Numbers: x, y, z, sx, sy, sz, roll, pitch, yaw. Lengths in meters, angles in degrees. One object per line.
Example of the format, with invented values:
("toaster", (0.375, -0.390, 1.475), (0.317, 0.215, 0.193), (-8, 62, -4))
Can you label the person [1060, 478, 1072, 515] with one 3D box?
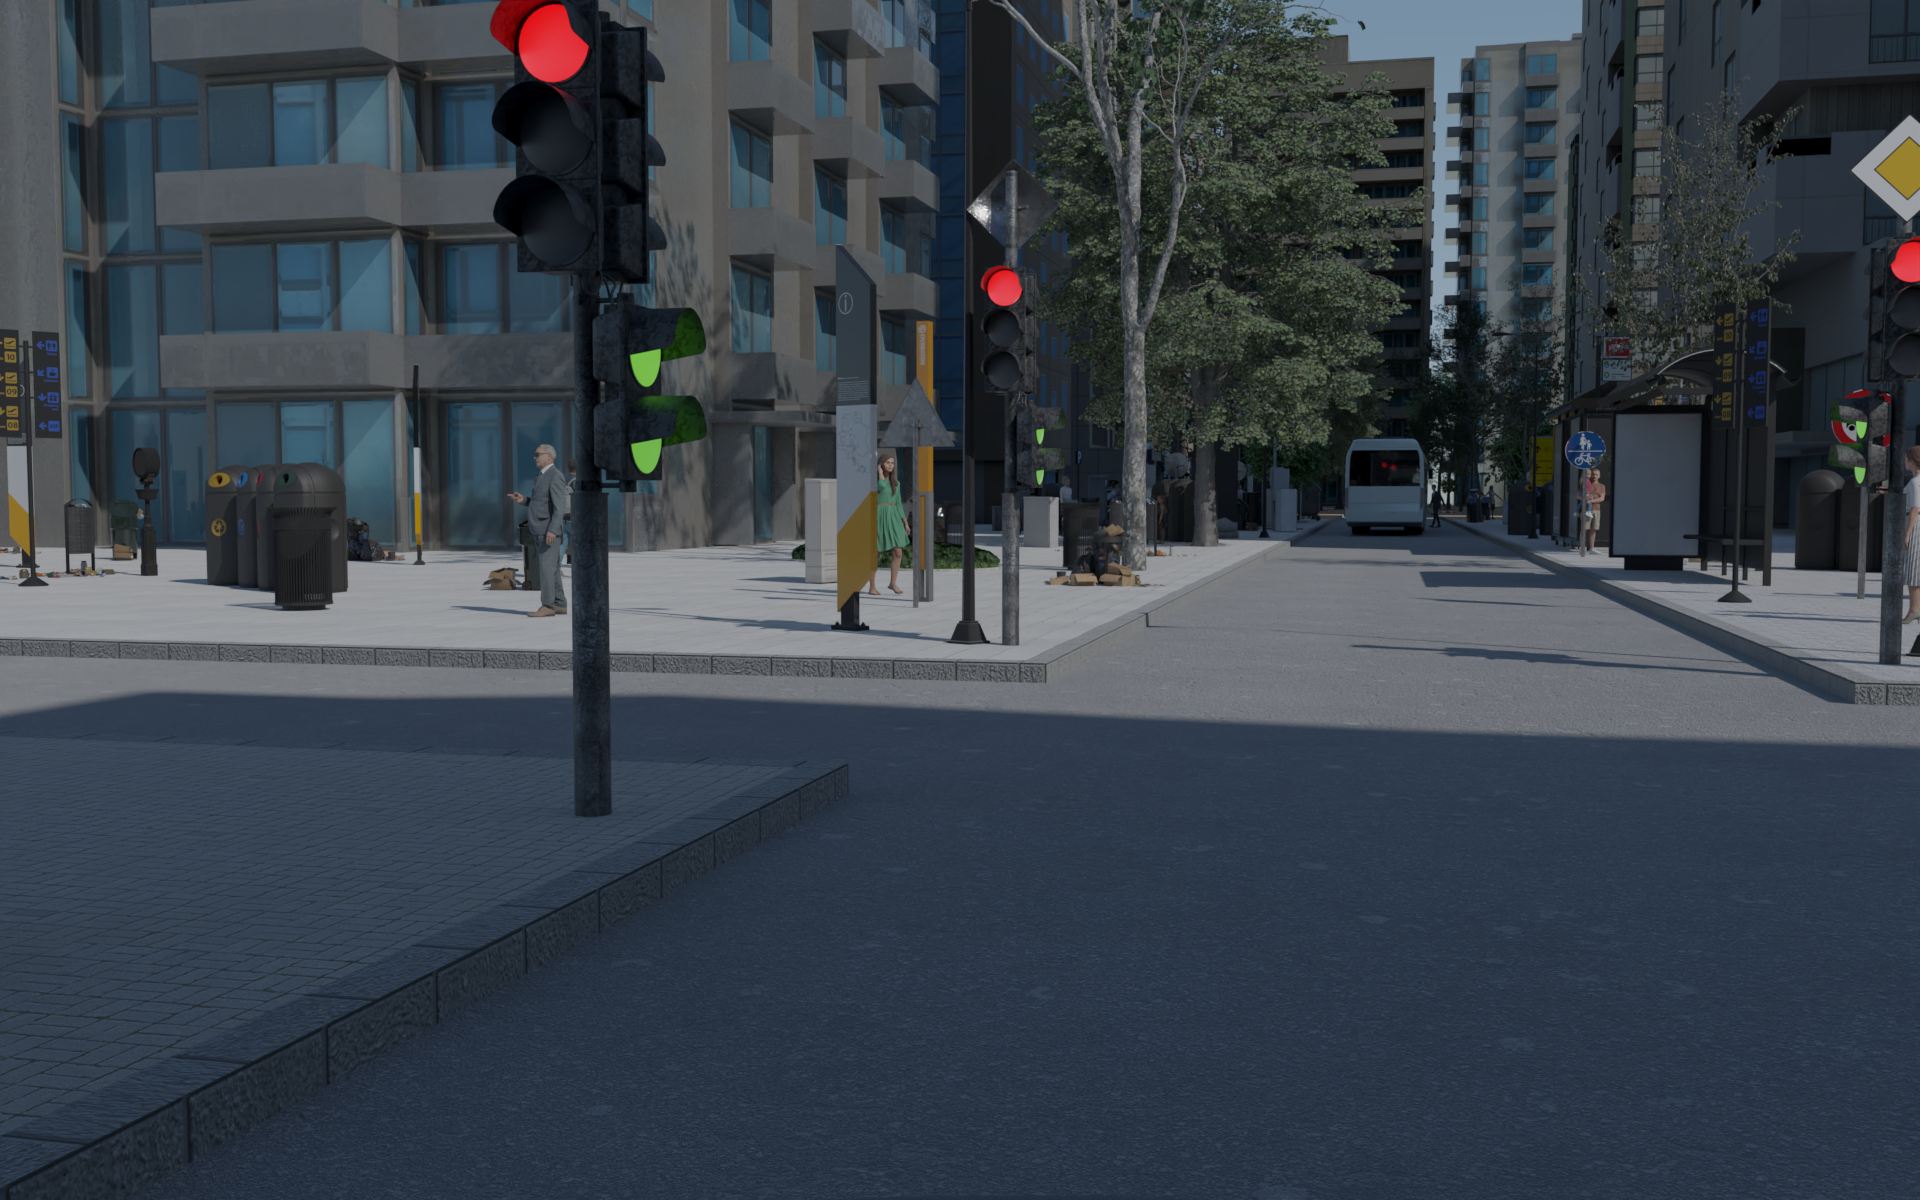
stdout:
("person", (3.400, -3.031, 55.833), (0.478, 1.798, 0.641), (-1, 4, -17))

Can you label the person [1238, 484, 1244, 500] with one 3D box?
("person", (14.205, -4.999, 88.057), (0.678, 1.792, 0.850), (0, 4, -7))

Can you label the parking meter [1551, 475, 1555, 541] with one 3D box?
("parking meter", (16.494, -2.574, 47.800), (0.255, 1.863, 0.399), (0, 4, 7))

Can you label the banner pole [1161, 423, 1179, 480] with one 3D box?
("banner pole", (6.564, -3.899, 53.759), (0.863, 3.779, 0.401), (-2, 4, -26))

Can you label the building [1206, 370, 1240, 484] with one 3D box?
("building", (7.427, -50.968, 146.002), (31.000, 86.520, 22.319), (1, 4, 14))

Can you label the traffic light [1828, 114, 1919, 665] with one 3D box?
("traffic light", (7.018, -1.472, 12.990), (0.839, 4.253, 0.868), (1, 4, 14))

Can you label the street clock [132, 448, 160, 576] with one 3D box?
("street clock", (-12.704, -1.377, 27.083), (0.471, 2.002, 0.358), (3, 5, 39))

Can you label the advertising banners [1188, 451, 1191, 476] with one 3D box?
("advertising banners", (9.807, -4.612, 71.599), (0.090, 3.025, 2.074), (2, 4, 29))

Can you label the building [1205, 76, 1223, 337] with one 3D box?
("building", (14.551, -35.209, 195.270), (30.456, 49.044, 23.786), (1, 4, 14))

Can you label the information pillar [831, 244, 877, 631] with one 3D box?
("information pillar", (-0.978, -1.519, 16.197), (0.504, 3.616, 0.183), (3, 5, 44))

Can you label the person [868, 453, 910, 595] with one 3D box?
("person", (-0.946, -0.960, 21.986), (0.529, 1.795, 0.600), (3, 5, 42))

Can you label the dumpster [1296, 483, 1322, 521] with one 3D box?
("dumpster", (16.648, -4.720, 82.925), (1.264, 1.857, 1.865), (1, 4, 14))

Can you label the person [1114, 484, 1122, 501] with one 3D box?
("person", (7.123, -4.386, 78.302), (0.362, 1.759, 0.519), (-1, 4, -14))

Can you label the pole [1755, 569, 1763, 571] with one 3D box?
("pole", (13.341, -2.133, 28.710), (0.158, 3.312, 0.155), (0, 3, 0))

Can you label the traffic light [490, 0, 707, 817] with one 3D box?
("traffic light", (-1.455, -1.095, 6.823), (0.839, 4.253, 0.868), (1, 4, 14))

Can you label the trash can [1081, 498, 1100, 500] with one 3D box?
("trash can", (4.760, -3.154, 63.228), (0.748, 1.137, 0.748), (0, 3, 0))

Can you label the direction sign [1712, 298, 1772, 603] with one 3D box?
("direction sign", (9.200, -1.741, 20.463), (0.379, 3.537, 0.876), (-1, 4, -18))

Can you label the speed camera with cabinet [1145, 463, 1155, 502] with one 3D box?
("speed camera with cabinet", (5.640, -3.456, 50.842), (0.660, 3.252, 2.038), (-1, 4, -17))

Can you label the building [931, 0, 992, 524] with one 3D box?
("building", (-2.892, -26.272, 79.657), (14.600, 45.320, 14.200), (1, 4, 14))

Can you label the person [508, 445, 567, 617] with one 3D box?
("person", (-4.419, -0.734, 18.226), (0.590, 1.801, 0.661), (-2, 4, -32))

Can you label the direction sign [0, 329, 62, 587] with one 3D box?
("direction sign", (-12.920, -1.960, 24.046), (0.379, 3.537, 0.876), (3, 5, 42))

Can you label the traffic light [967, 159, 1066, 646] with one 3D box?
("traffic light", (0.446, -1.569, 14.579), (0.839, 4.253, 0.868), (1, 4, 14))

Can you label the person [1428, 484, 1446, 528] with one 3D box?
("person", (20.183, -3.999, 73.655), (0.755, 1.850, 0.659), (-1, 4, -20))

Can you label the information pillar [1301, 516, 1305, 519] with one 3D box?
("information pillar", (17.372, -5.109, 88.024), (0.304, 2.012, 0.304), (1, 4, 13))

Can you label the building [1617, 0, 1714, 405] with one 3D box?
("building", (45.251, -25.435, 99.451), (14.154, 41.232, 14.086), (1, 4, 14))

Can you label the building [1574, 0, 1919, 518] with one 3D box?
("building", (57.526, -32.307, 117.465), (28.713, 52.752, 27.495), (1, 4, 14))

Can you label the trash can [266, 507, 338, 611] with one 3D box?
("trash can", (-7.275, -0.460, 19.178), (0.748, 1.137, 0.748), (0, 3, 0))

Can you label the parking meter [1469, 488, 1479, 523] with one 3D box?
("parking meter", (22.996, -4.224, 77.479), (0.372, 1.533, 0.369), (0, 3, 0))

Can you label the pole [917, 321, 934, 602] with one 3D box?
("pole", (-0.417, -1.634, 20.558), (0.158, 3.312, 0.155), (0, 3, 0))

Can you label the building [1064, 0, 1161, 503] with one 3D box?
("building", (1.505, -40.538, 101.049), (20.563, 71.187, 20.611), (1, 4, 14))

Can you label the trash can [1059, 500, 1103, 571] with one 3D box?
("trash can", (2.031, -1.067, 29.105), (0.748, 1.137, 0.748), (0, 3, 0))

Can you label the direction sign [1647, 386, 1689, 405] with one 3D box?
("direction sign", (14.772, -2.705, 36.224), (0.876, 3.537, 0.379), (0, 4, -3))

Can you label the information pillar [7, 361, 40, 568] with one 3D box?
("information pillar", (-16.270, -2.364, 30.000), (0.504, 3.616, 0.183), (1, 4, 17))

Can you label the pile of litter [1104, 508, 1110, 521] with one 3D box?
("pile of litter", (5.379, -2.693, 58.003), (1.176, 0.858, 1.719), (3, 5, 42))

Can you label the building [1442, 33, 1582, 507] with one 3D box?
("building", (66.672, -34.415, 182.299), (30.456, 49.044, 23.786), (1, 4, 14))

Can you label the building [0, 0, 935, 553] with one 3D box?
("building", (-13.380, -26.381, 50.940), (23.786, 49.044, 30.456), (1, 4, 14))

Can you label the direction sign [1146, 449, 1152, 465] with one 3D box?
("direction sign", (9.375, -5.838, 87.443), (0.379, 3.537, 0.876), (-3, 4, -36))

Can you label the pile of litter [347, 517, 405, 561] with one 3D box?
("pile of litter", (-11.539, -1.200, 33.589), (1.719, 0.858, 1.176), (3, 4, 37))

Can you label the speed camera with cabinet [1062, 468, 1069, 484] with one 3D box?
("speed camera with cabinet", (4.675, -5.766, 88.606), (0.660, 3.252, 2.038), (-3, 4, -38))

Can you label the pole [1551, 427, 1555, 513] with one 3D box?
("pole", (18.196, -3.613, 52.915), (0.158, 3.312, 0.155), (0, 3, 0))

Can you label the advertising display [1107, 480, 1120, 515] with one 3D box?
("advertising display", (6.907, -4.567, 79.892), (0.974, 1.923, 0.123), (3, 4, 36))

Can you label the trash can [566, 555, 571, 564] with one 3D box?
("trash can", (-6.585, -1.142, 30.329), (0.748, 1.137, 0.748), (0, 3, 0))

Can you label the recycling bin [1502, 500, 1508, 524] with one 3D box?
("recycling bin", (23.445, -3.721, 73.394), (0.722, 1.027, 0.722), (2, 4, 32))

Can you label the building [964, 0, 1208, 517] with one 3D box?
("building", (9.187, -28.637, 118.329), (14.600, 45.320, 14.200), (1, 4, 14))

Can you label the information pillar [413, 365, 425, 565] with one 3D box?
("information pillar", (-9.779, -2.438, 31.210), (0.183, 3.616, 0.504), (-1, 4, -14))

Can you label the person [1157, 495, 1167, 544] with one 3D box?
("person", (5.116, -2.054, 44.292), (0.373, 1.253, 0.362), (0, 4, 5))

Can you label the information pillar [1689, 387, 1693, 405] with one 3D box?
("information pillar", (16.014, -2.865, 38.205), (0.183, 3.616, 0.504), (1, 4, 8))

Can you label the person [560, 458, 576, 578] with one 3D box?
("person", (-5.889, -1.241, 26.319), (0.713, 1.824, 0.794), (-2, 4, -29))

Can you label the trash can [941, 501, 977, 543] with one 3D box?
("trash can", (-0.023, -1.499, 36.157), (0.748, 1.137, 0.748), (0, 3, 0))

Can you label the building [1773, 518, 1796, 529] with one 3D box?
("building", (40.526, -28.748, 59.266), (28.713, 52.752, 27.495), (1, 4, 14))

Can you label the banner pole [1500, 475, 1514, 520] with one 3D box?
("banner pole", (26.919, -5.811, 85.023), (0.401, 3.779, 0.863), (-2, 4, -29))

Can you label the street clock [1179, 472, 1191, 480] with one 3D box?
("street clock", (7.282, -3.181, 56.575), (0.471, 2.002, 0.358), (-2, 4, -30))

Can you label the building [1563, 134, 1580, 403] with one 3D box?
("building", (56.158, -22.537, 140.174), (14.160, 30.474, 14.107), (1, 4, 14))

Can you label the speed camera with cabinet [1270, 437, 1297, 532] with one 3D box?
("speed camera with cabinet", (11.045, -3.960, 59.081), (0.660, 3.252, 2.038), (0, 4, 0))

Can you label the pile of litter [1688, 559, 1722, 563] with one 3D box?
("pile of litter", (14.369, -1.152, 32.800), (1.719, 0.858, 1.176), (0, 4, 1))

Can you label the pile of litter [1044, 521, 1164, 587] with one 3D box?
("pile of litter", (2.014, -0.638, 24.400), (1.719, 0.858, 1.176), (3, 5, 44))

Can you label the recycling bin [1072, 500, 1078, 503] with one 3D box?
("recycling bin", (4.729, -3.832, 75.214), (0.722, 1.027, 0.722), (-1, 4, -15))

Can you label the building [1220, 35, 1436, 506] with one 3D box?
("building", (39.848, -34.482, 187.476), (21.600, 48.544, 21.300), (1, 4, 14))
